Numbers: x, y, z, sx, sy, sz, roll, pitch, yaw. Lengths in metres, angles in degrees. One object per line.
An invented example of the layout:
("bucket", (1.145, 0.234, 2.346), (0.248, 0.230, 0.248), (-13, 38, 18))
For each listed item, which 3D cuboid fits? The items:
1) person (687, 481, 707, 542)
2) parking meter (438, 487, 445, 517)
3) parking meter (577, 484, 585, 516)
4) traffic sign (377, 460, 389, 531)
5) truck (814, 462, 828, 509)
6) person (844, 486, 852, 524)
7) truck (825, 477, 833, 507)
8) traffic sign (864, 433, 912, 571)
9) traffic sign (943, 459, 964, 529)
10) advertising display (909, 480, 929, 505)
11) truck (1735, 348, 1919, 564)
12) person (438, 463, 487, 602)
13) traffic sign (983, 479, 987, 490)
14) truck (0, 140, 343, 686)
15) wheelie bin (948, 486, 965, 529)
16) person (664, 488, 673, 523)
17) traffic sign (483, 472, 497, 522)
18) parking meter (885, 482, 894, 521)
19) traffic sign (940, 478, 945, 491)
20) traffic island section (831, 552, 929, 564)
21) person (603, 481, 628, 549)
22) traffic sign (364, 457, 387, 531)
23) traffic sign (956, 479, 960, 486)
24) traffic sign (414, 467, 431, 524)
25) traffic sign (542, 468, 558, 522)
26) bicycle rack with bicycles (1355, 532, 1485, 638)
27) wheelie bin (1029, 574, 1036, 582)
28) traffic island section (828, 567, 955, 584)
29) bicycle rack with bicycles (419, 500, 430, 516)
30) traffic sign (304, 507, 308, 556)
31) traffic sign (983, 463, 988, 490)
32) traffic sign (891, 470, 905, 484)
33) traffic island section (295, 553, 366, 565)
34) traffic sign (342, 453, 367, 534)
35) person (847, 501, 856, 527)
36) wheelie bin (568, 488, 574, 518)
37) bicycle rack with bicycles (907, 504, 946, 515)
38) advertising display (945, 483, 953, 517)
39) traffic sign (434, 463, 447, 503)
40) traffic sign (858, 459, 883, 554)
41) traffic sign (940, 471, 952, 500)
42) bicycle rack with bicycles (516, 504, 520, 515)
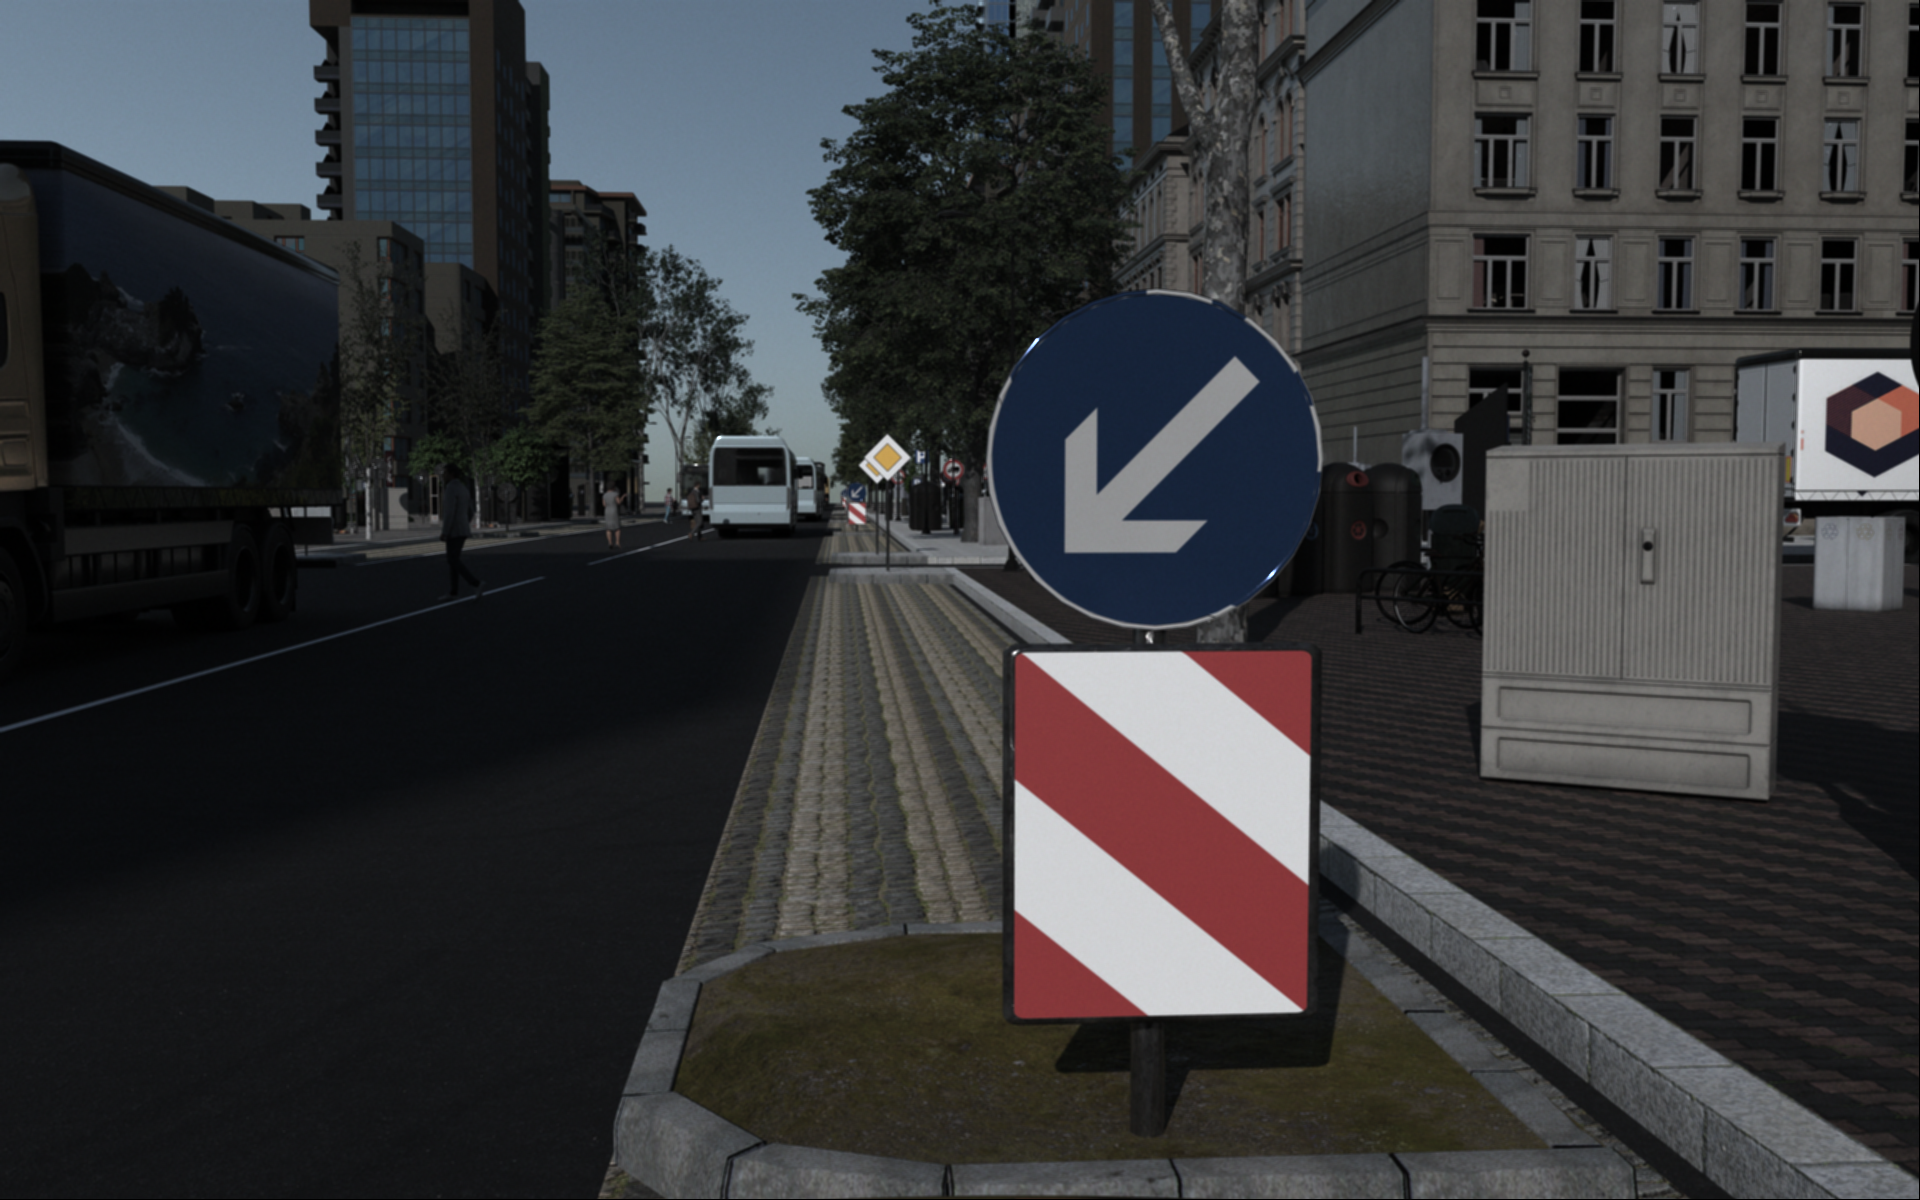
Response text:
("person", (-7.982, -2.683, 52.333), (0.822, 1.834, 0.622), (-3, 5, -44))
("parking meter", (-28.320, -5.435, 94.576), (0.399, 1.863, 0.255), (-3, 4, -38))
("parking meter", (-22.136, -5.841, 101.214), (0.399, 1.863, 0.255), (-2, 4, -34))
("traffic sign", (-20.452, -3.715, 60.843), (0.768, 2.556, 0.104), (0, 4, -1))
("truck", (-13.637, -10.331, 157.823), (2.839, 4.237, 11.283), (0, 4, -2))
("person", (-5.265, -4.526, 82.603), (0.391, 1.810, 0.635), (-2, 4, -24))
("truck", (-16.359, -12.456, 199.579), (3.469, 3.379, 9.791), (0, 4, -4))
("traffic sign", (-1.202, -1.536, 28.757), (0.795, 2.450, 0.064), (0, 4, -4))
("traffic sign", (-0.233, -3.866, 63.314), (0.768, 2.556, 0.104), (0, 4, 3))
("advertising display", (-1.923, -4.652, 81.274), (0.974, 1.923, 0.123), (-2, 4, -28))
("truck", (21.549, -2.798, 34.660), (11.283, 4.237, 2.839), (0, 4, -3))
("person", (-6.659, -0.905, 23.147), (0.795, 1.843, 0.661), (1, 4, 11))
("traffic sign", (1.259, -4.938, 80.846), (0.768, 2.556, 0.104), (0, 3, 0))
("truck", (-8.512, -1.656, 15.995), (2.839, 4.237, 11.283), (0, 4, -4))
("wheelie bin", (-0.078, -3.462, 64.508), (0.693, 1.594, 0.980), (-1, 4, -21))
("person", (-14.418, -4.659, 85.514), (0.643, 1.720, 0.563), (-3, 4, -36))
("traffic sign", (-21.566, -4.731, 79.482), (0.606, 2.300, 0.079), (0, 4, -1))
("parking meter", (-3.420, -4.778, 83.828), (0.399, 1.863, 0.255), (0, 4, 1))
("traffic sign", (-1.069, -5.862, 97.967), (0.606, 2.300, 0.079), (0, 4, -1))
("traffic island section", (-1.736, -0.888, 36.802), (2.009, 0.180, 2.903), (0, 4, -4))
("person", (-8.906, -2.211, 45.004), (0.716, 1.782, 0.532), (2, 4, 26))
("traffic sign", (-20.048, -3.628, 59.426), (0.768, 2.556, 0.104), (0, 4, -2))
("traffic sign", (-0.399, -6.836, 111.866), (0.768, 2.556, 0.104), (0, 4, -3))
("traffic sign", (-23.146, -4.494, 74.660), (0.795, 2.450, 0.064), (0, 4, 3))
("traffic sign", (-18.593, -4.789, 78.413), (0.768, 2.556, 0.104), (0, 4, 0))
("bicycle rack with bicycles", (4.898, -0.153, 15.879), (2.852, 0.926, 2.925), (-2, 4, -35))
("wheelie bin", (1.392, -1.059, 25.216), (0.693, 1.594, 0.980), (-1, 4, -20))
("traffic island section", (-1.179, -0.401, 28.836), (2.009, 0.180, 2.903), (0, 4, -4))
("bicycle rack with bicycles", (-29.583, -5.249, 99.207), (2.852, 0.926, 2.925), (-2, 4, -28))
("traffic sign", (-13.576, -1.974, 35.919), (0.795, 2.450, 0.064), (0, 4, -4))
("traffic sign", (1.029, -3.869, 63.268), (0.884, 2.594, 0.081), (0, 4, -2))
("traffic sign", (-3.178, -5.450, 89.206), (0.768, 2.556, 0.104), (0, 4, 3))
("traffic island section", (-13.599, -0.838, 35.979), (2.009, 0.180, 2.903), (0, 4, -4))
("traffic sign", (-19.181, -3.364, 55.010), (0.884, 2.594, 0.081), (0, 4, -1))
("person", (-4.608, -3.754, 74.127), (0.590, 1.304, 0.306), (3, 5, 44))
("wheelie bin", (-21.200, -5.220, 93.253), (0.980, 1.594, 0.693), (-3, 5, -40))
("bicycle rack with bicycles", (-2.031, -5.659, 105.911), (2.925, 0.926, 2.852), (-1, 4, -10))
("advertising display", (-0.596, -5.546, 95.889), (0.123, 1.923, 0.974), (1, 4, 23))
("traffic sign", (-20.948, -4.289, 70.223), (0.768, 2.556, 0.104), (0, 4, -1))
("traffic sign", (-1.759, -2.023, 36.723), (0.795, 2.450, 0.064), (0, 4, -4))
("traffic sign", (-0.606, -5.308, 86.896), (0.768, 2.556, 0.104), (0, 4, -3))
("bicycle rack with bicycles", (-22.152, -4.712, 90.423), (2.925, 0.926, 2.852), (-1, 4, -9))
